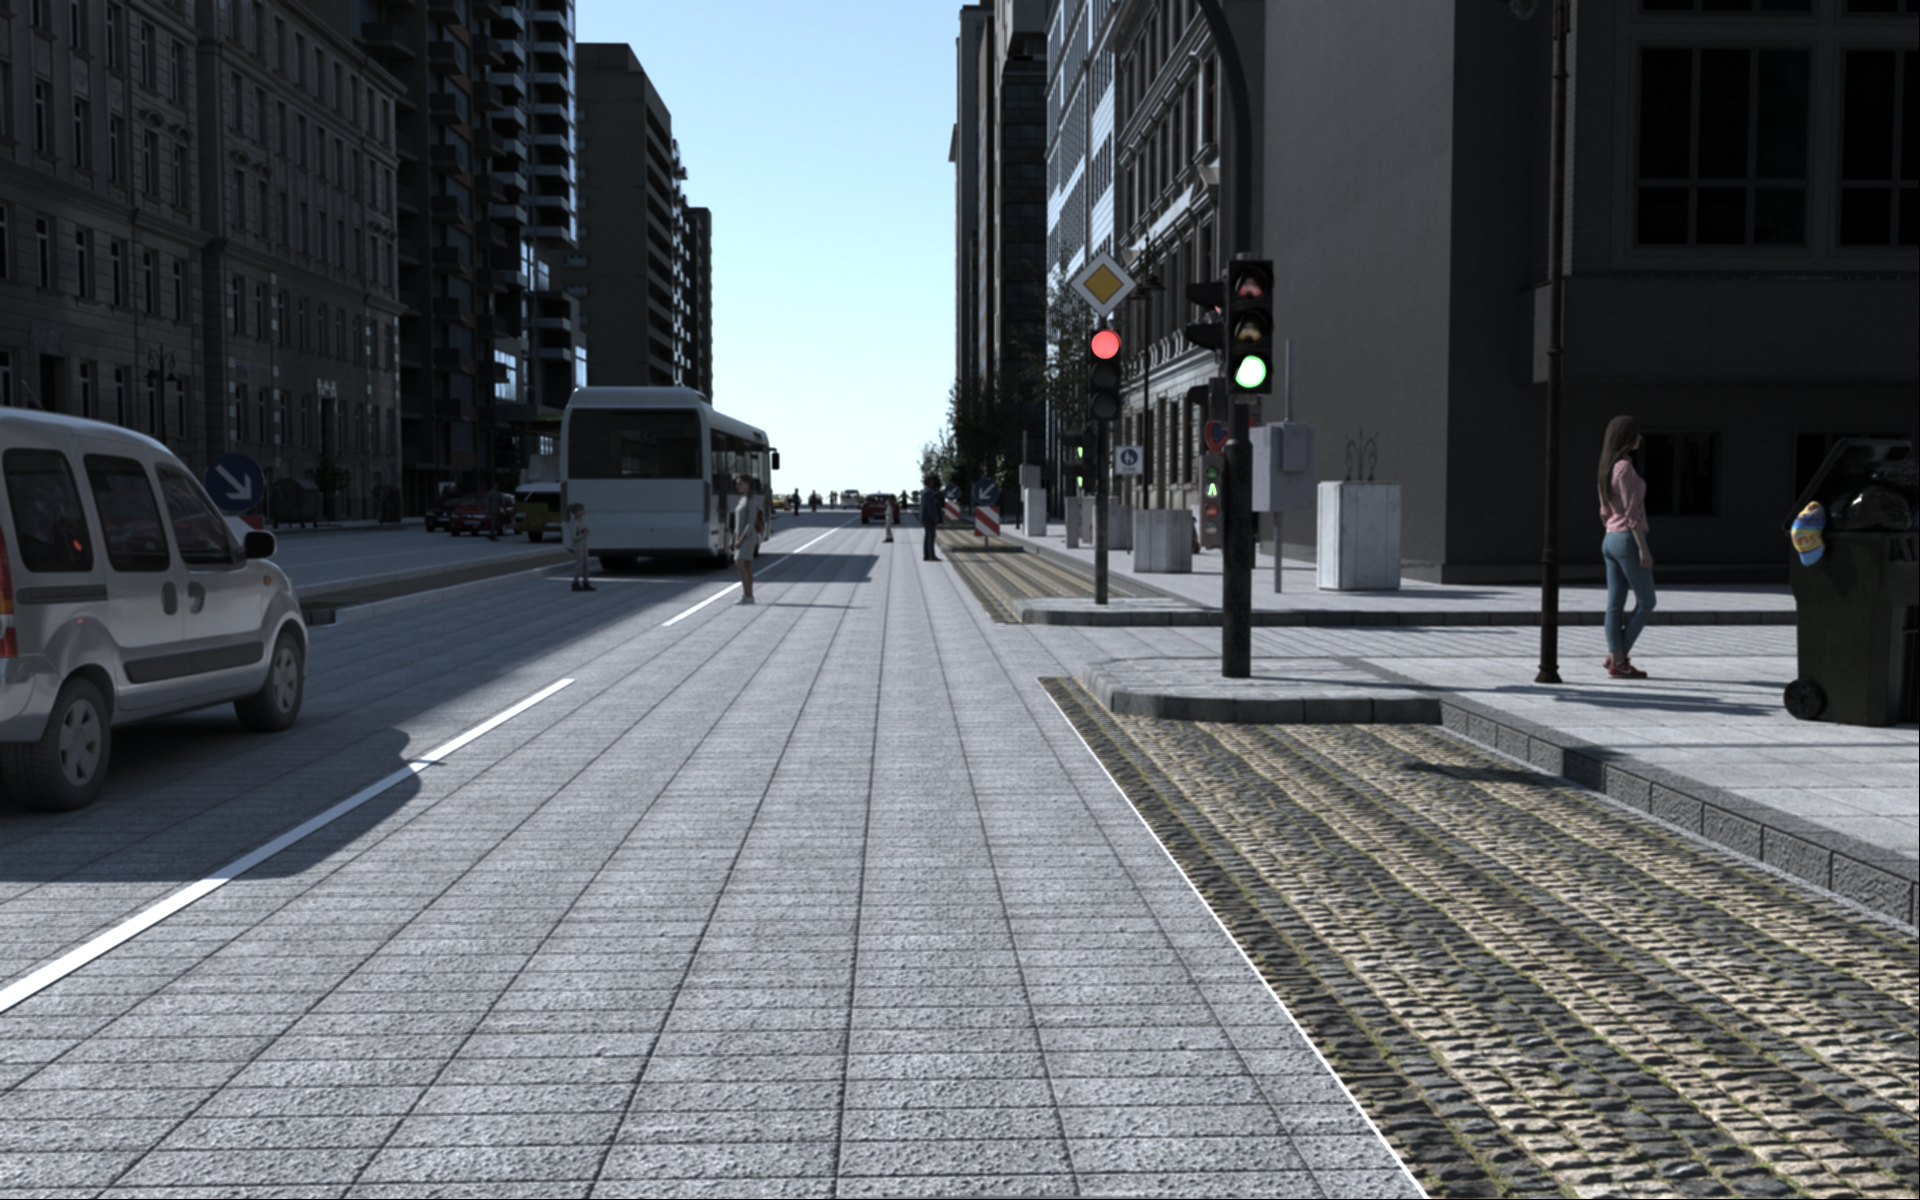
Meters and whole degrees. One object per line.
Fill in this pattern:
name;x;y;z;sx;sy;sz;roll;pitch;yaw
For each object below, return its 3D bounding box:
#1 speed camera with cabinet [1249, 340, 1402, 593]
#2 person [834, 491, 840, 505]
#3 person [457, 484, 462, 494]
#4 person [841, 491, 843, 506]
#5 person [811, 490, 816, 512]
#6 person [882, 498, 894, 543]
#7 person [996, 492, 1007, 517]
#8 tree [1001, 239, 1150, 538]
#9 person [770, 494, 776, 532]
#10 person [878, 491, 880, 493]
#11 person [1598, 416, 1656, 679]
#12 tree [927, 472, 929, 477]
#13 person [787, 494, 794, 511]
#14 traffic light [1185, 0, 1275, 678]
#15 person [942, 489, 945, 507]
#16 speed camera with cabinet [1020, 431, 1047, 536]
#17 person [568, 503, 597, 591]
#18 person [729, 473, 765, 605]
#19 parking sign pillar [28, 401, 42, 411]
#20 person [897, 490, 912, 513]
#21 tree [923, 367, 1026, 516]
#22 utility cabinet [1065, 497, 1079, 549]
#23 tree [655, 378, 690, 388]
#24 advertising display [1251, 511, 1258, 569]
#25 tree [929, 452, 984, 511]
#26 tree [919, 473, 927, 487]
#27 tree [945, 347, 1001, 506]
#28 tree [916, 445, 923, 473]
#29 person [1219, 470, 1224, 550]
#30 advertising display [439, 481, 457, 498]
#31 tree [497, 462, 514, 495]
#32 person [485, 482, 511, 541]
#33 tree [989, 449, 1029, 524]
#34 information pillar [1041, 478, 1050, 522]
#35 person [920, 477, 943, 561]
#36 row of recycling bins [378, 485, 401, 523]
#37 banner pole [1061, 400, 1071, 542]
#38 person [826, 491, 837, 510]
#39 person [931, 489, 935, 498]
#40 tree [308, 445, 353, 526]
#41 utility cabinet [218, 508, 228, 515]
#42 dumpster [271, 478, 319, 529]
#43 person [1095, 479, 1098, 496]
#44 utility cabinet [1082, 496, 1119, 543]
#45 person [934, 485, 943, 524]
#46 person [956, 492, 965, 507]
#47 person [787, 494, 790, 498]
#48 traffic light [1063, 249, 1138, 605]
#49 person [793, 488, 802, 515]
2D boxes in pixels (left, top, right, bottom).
speed camera with cabinet;4.825;-1.743;22.836;2.038;3.252;0.660;-1;4;-22
person;-16.237;-13.298;225.860;1.348;1.831;0.705;1;4;12
person;-26.332;-5.185;90.603;0.755;1.850;0.659;-3;5;-39
person;-14.425;-12.553;214.271;0.750;1.759;0.617;0;4;6
person;-11.959;-8.086;141.261;0.434;1.755;0.990;-2;4;-27
person;-2.123;-2.355;51.283;0.394;1.301;0.425;-1;4;-14
person;2.245;-5.427;95.202;0.534;1.772;0.576;3;5;41
tree;3.454;-6.072;49.641;4.360;8.622;3.978;0;3;0
person;-7.239;-3.442;64.805;0.654;1.822;0.581;-2;4;-31
person;-9.769;-12.252;208.964;1.348;1.807;0.705;1;4;11
person;4.638;-0.366;12.030;0.388;1.821;0.555;-1;4;-12
tree;-0.196;-10.254;151.372;4.285;4.588;4.351;0;3;0
person;-14.223;-8.203;145.808;0.628;1.438;0.799;1;4;10
traffic light;-0.173;-2.275;11.863;4.771;5.953;1.251;0;4;-2
person;-1.512;-9.884;168.348;0.721;1.736;1.217;2;4;32
speed camera with cabinet;2.266;-3.608;53.321;0.660;3.252;2.038;0;4;-4
person;-5.578;-0.782;25.567;0.394;1.301;0.425;0;4;-4
person;-2.797;-0.803;22.627;0.522;1.701;0.512;-2;4;-30
parking sign pillar;-26.346;-3.747;49.743;1.447;3.967;1.447;2;4;27
person;-4.093;-7.288;128.385;1.217;1.736;0.721;1;4;22
tree;0.927;-9.352;103.264;4.737;8.622;4.395;0;3;0
utility cabinet;2.659;-1.840;41.241;0.306;1.237;1.020;0;4;2
tree;-28.792;-15.562;171.445;9.611;12.733;9.660;0;3;0
advertising display;5.003;-1.521;30.080;0.123;1.923;0.974;0;4;-4
tree;0.252;-9.280;135.440;4.285;4.588;4.351;0;3;0
tree;-3.767;-15.195;232.151;4.285;4.588;4.351;0;3;0
tree;1.389;-8.302;86.092;4.360;8.622;3.978;0;3;0
tree;-1.288;-14.050;180.078;4.737;8.622;4.395;0;3;0
person;5.905;-2.034;39.289;0.794;1.824;0.713;-1;4;-15
advertising display;-26.036;-5.060;87.939;0.974;1.923;0.123;-1;4;-13
tree;-26.474;-6.592;102.383;1.663;3.219;1.824;0;3;0
person;-14.244;-2.721;53.114;0.853;1.813;0.709;1;4;19
tree;1.823;-4.835;73.657;1.663;3.219;1.824;0;3;0
information pillar;3.943;-4.608;79.825;0.304;2.012;0.304;-3;5;-42
person;-0.663;-1.742;37.169;0.419;1.800;0.721;-1;4;-16
row of recycling bins;-25.878;-4.373;78.606;1.069;1.692;3.534;-1;4;-19
banner pole;2.918;-3.446;46.353;0.401;3.779;0.863;0;4;6
person;-11.744;-9.109;158.154;1.217;1.735;0.721;2;4;33
person;-1.841;-6.286;112.004;0.721;1.736;1.217;-3;4;-37
tree;-25.232;-4.558;69.129;1.663;3.219;1.824;0;3;0
utility cabinet;-26.005;-3.136;59.953;1.173;1.500;0.318;0;4;-7
dumpster;-24.889;-3.612;64.816;1.264;1.857;1.865;0;4;-2
person;4.399;-2.888;53.741;0.515;1.767;0.782;1;4;19
utility cabinet;3.639;-2.069;44.990;0.306;1.237;1.020;-3;5;-45
person;-1.059;-4.622;83.876;0.447;1.846;0.655;-1;4;-21
person;-0.131;-8.604;147.457;1.217;1.736;0.721;0;4;-4
person;-18.427;-10.602;185.027;0.799;1.438;0.628;2;4;28
traffic light;1.627;-1.904;20.059;0.839;4.253;0.868;0;4;-2
person;-10.917;-6.573;115.958;0.705;1.826;1.348;-2;4;-27
